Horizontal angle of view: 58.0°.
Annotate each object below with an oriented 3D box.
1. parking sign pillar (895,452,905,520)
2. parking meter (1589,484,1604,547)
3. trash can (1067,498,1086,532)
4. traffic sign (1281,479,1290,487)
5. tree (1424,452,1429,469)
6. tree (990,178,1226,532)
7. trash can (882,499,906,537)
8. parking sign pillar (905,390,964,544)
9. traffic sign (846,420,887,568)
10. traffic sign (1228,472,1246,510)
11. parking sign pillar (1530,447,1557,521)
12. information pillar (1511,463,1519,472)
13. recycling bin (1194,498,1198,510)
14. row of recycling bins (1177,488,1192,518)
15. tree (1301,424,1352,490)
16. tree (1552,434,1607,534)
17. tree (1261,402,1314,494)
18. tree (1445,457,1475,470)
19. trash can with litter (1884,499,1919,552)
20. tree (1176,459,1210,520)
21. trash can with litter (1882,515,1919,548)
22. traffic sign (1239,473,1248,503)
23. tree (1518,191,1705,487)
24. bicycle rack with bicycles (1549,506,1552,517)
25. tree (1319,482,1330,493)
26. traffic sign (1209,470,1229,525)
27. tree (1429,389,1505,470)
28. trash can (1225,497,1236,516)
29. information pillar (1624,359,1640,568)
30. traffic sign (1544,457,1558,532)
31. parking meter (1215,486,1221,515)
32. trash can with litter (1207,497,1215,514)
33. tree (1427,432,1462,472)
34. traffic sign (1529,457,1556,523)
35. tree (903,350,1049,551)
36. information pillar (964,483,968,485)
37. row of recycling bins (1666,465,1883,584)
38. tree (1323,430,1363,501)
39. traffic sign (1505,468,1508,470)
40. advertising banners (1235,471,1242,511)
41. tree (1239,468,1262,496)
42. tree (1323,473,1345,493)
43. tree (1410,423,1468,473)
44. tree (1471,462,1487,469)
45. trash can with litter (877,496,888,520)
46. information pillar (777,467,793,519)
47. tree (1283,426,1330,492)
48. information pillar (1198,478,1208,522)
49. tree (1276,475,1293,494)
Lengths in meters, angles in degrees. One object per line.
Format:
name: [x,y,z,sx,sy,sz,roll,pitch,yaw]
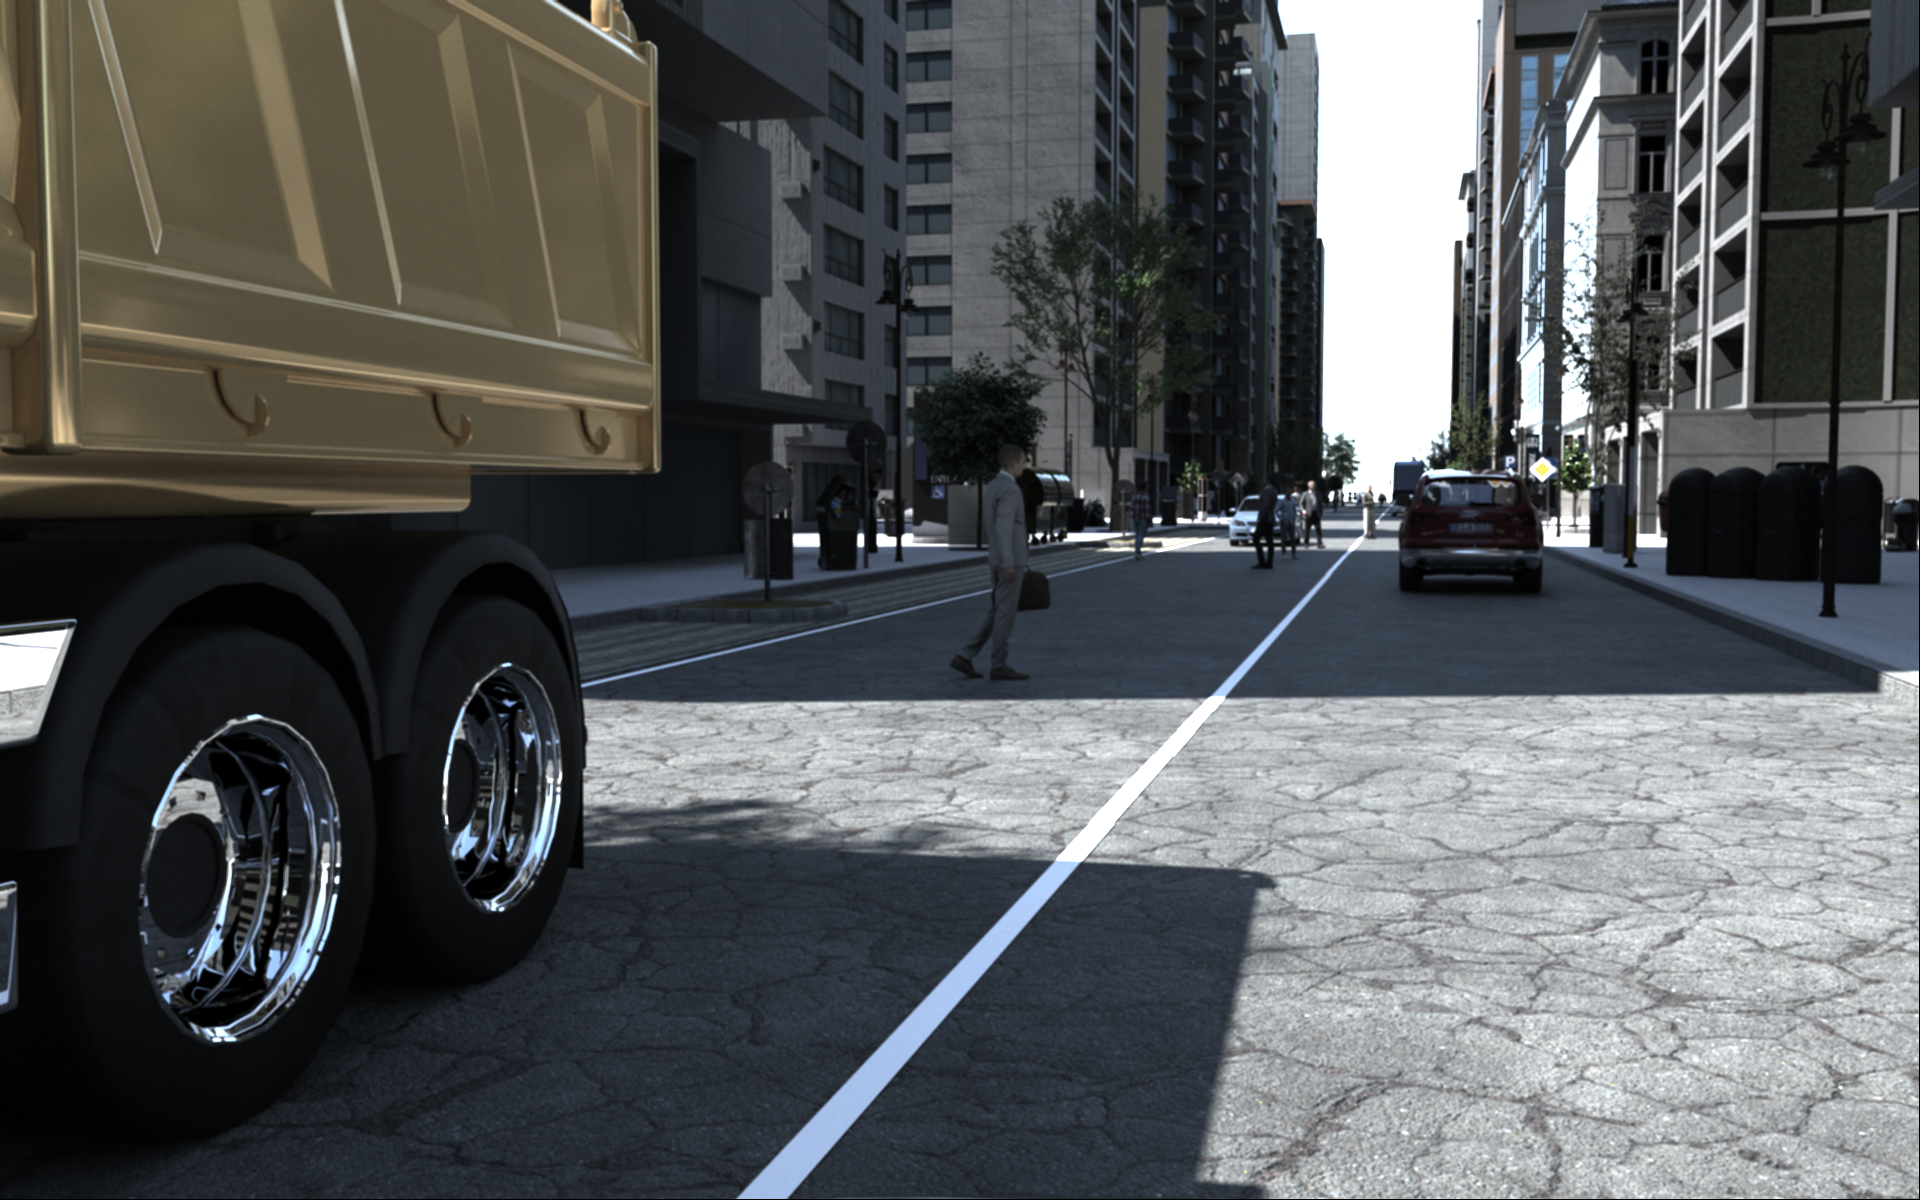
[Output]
parking sign pillar: [-2.437,-5.881,84.632,1.447,3.967,1.447,3,5,43]
parking meter: [15.408,-2.044,41.831,0.372,1.533,0.369,0,3,0]
trash can: [3.863,-2.853,58.307,0.748,1.137,0.748,0,3,0]
traffic sign: [26.827,-8.726,142.779,0.768,2.556,0.104,1,4,21]
tree: [59.228,-16.041,212.637,4.737,8.622,4.395,0,3,0]
tree: [5.138,-8.129,58.671,9.928,11.665,9.643,0,3,0]
trash can: [-1.958,-2.450,51.712,0.748,1.137,0.748,0,3,0]
parking sign pillar: [-0.559,-3.447,44.828,1.447,3.967,1.447,0,4,5]
traffic sign: [-1.630,-1.826,29.959,0.768,2.556,0.104,1,4,19]
traffic sign: [12.549,-4.578,78.488,0.795,2.450,0.064,1,4,14]
parking sign pillar: [27.261,-5.712,81.858,1.447,3.967,1.447,-3,5,-41]
information pillar: [34.523,-7.131,107.942,0.504,3.616,0.183,1,4,9]
recycling bin: [14.752,-6.000,110.652,0.722,1.027,0.722,-1,4,-20]
row of recycling bins: [11.827,-5.249,92.933,1.069,1.692,3.534,0,4,-5]
tree: [47.847,-17.851,226.271,7.601,10.594,8.767,2,4,32]
tree: [19.971,-3.776,56.346,1.663,3.219,1.824,0,3,0]
tree: [25.751,-11.463,137.789,4.360,8.622,3.978,0,3,0]
tree: [44.136,-10.326,152.535,4.285,4.588,4.351,0,3,0]
trash can with litter: [21.073,-1.665,38.611,1.055,1.170,0.624,-3,5,-42]
tree: [11.652,-5.668,87.273,1.663,3.219,1.824,0,3,0]
trash can with litter: [22.811,-1.862,41.508,2.233,1.210,1.678,-1,4,-9]
traffic sign: [16.673,-6.265,102.537,0.768,2.556,0.104,1,4,15]
tree: [16.058,-5.668,43.030,4.360,8.622,3.978,0,3,0]
bicycle rack with bicycles: [31.234,-5.038,95.748,2.925,0.926,2.852,-1,4,-11]
tree: [52.151,-15.399,246.371,1.663,3.219,1.824,0,3,0]
traffic sign: [10.575,-4.104,70.750,0.795,2.450,0.064,1,4,14]
tree: [35.609,-10.406,120.494,4.737,8.622,4.395,0,3,0]
trash can: [15.643,-5.415,100.187,0.748,1.137,0.748,0,3,0]
information pillar: [11.817,-2.387,30.385,0.183,3.616,0.504,2,4,28]
traffic sign: [20.014,-3.597,58.920,0.768,2.556,0.104,1,4,19]
parking meter: [15.918,-6.191,106.926,0.399,1.863,0.255,0,4,6]
trash can with litter: [15.975,-6.018,109.780,0.624,1.170,1.055,-3,5,-43]
tree: [56.991,-15.407,202.270,4.360,8.622,3.978,0,3,0]
traffic sign: [17.968,-3.199,53.486,0.795,2.450,0.064,1,4,19]
tree: [0.365,-3.423,39.678,4.285,4.588,4.351,0,3,0]
information pillar: [0.206,-6.171,92.247,0.183,3.616,0.504,3,5,43]
row of recycling bins: [12.212,-1.166,26.171,1.069,1.692,3.534,-2,4,-28]
tree: [67.380,-23.684,305.362,7.486,12.596,7.792,0,3,0]
traffic sign: [21.419,-3.935,67.974,0.795,2.450,0.064,1,4,14]
advertising banners: [21.142,-8.258,131.200,0.090,3.025,2.074,1,4,23]
tree: [19.407,-7.481,116.912,1.663,3.219,1.824,0,3,0]
tree: [55.979,-16.870,259.529,4.285,4.588,4.351,0,3,0]
tree: [63.286,-17.996,228.643,8.767,10.594,7.601,1,4,15]
tree: [31.286,-6.749,104.954,1.663,3.219,1.824,0,3,0]
trash can with litter: [-4.059,-4.589,86.424,1.055,1.170,0.624,2,4,26]
information pillar: [-4.689,-2.566,46.439,0.304,2.012,0.304,2,4,34]
tree: [39.225,-14.849,193.138,4.737,8.622,4.395,0,3,0]
information pillar: [11.275,-4.645,80.435,0.304,2.012,0.304,-2,4,-29]
tree: [29.939,-10.130,160.228,1.663,3.219,1.824,0,3,0]
